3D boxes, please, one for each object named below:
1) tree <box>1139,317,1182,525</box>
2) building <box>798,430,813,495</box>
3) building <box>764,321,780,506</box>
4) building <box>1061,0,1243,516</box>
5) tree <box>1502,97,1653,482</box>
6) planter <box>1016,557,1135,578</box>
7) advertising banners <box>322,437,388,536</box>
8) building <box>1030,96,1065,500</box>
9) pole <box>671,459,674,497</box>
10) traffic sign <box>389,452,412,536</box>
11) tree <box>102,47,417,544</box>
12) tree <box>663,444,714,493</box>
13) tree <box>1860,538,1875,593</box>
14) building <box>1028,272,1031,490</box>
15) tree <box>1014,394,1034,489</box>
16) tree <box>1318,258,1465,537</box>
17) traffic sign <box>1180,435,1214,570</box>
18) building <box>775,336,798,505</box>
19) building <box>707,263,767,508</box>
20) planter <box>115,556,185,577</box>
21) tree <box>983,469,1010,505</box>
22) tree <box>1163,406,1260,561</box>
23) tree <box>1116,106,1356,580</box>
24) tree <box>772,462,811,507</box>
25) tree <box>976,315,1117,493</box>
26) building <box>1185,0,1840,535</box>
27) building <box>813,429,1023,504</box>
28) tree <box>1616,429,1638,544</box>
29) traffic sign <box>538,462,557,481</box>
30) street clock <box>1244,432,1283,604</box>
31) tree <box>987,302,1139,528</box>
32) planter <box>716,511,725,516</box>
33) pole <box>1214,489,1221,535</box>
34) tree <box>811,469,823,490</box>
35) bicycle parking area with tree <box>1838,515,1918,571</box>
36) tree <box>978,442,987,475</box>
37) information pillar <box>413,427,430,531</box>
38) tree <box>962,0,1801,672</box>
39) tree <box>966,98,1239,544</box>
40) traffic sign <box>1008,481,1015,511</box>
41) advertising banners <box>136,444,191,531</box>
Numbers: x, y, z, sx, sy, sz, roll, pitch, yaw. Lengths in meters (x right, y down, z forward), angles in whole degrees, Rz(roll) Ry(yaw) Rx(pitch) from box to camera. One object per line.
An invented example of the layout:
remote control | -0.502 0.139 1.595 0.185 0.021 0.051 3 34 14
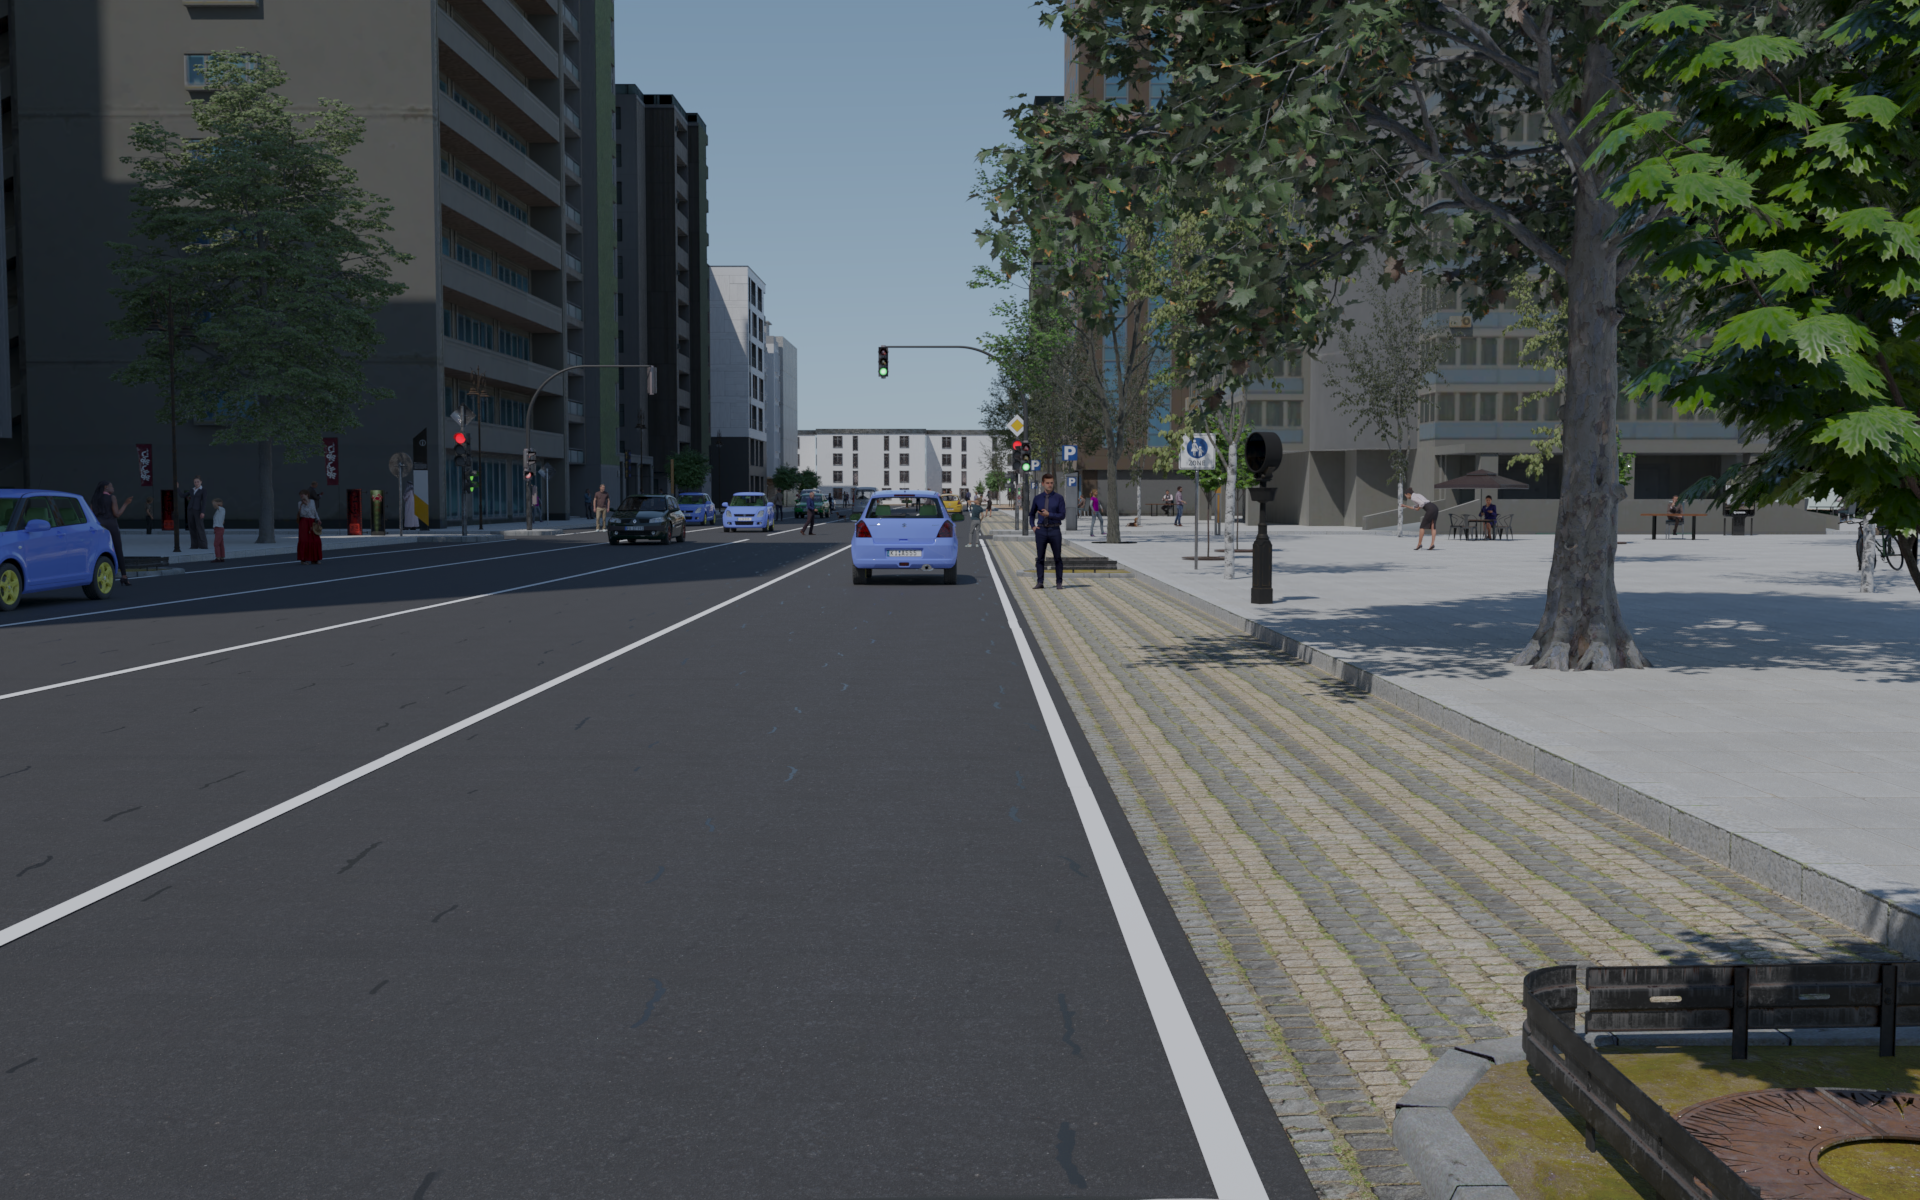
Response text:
tree | 7.137 -7.386 71.130 4.360 8.622 3.978 0 3 0
building | -32.837 -17.444 227.361 28.070 9.664 9.099 0 3 0
building | -27.420 -20.208 186.817 16.016 20.091 11.380 0 3 0
building | 13.705 -27.915 106.526 14.600 45.320 14.200 0 3 0
tree | 11.322 -4.914 30.706 4.737 8.622 4.395 0 3 0
planter | 1.983 -0.563 30.352 1.991 0.319 1.994 0 3 0
advertising banners | -18.643 -3.496 53.354 2.074 3.025 0.090 0 4 7
building | 12.200 -21.859 129.094 14.160 30.474 14.107 0 3 0
pole | -16.844 -6.577 101.384 0.158 3.312 0.155 0 3 0
traffic sign | -16.994 -3.211 52.602 0.768 2.556 0.104 1 4 9
tree | -18.252 -7.771 45.182 7.486 12.596 7.792 0 3 0
tree | -17.863 -7.969 114.012 4.285 4.588 4.351 0 3 0
tree | 11.576 -4.401 22.313 4.360 8.622 3.978 0 3 0
building | 20.370 -19.665 165.491 27.936 21.610 32.646 0 3 0
tree | 5.385 -10.201 117.141 4.737 8.622 4.395 0 3 0
tree | 12.796 -6.157 51.034 4.360 8.622 3.978 0 3 0
traffic sign | 4.006 -1.663 29.327 0.606 2.300 0.079 0 4 4
building | -35.522 -20.552 202.490 31.486 18.905 16.747 0 3 0
building | -32.853 -18.893 152.875 27.936 21.610 32.646 0 3 0
planter | -14.969 -0.587 30.745 1.991 0.319 1.994 0 3 0
tree | 4.529 -13.929 211.445 4.285 4.588 4.351 0 3 0
tree | 4.974 -2.391 33.689 1.663 3.219 1.824 0 3 0
tree | 4.116 -4.628 26.023 4.737 8.622 4.395 0 3 0
tree | -17.403 -11.638 173.992 4.285 4.588 4.351 0 3 0
tree | 4.699 -9.839 95.284 7.601 10.594 8.767 0 4 4
building | 22.812 -23.390 74.306 23.993 40.220 32.217 0 3 0
building | -4.450 -17.397 226.592 28.070 9.664 9.099 0 3 0
tree | 16.494 -3.054 44.540 1.663 3.219 1.824 0 3 0
traffic sign | -16.974 -4.373 71.224 0.795 2.593 0.064 0 4 6
street clock | 3.530 -0.956 20.200 0.358 2.002 0.471 -1 4 -23
tree | 3.832 -7.044 65.540 4.360 8.622 3.978 0 3 0
planter | -14.835 -5.609 112.846 1.991 0.319 1.994 0 3 0
pole | 8.010 -3.666 53.780 0.158 3.312 0.155 0 3 0
tree | -17.407 -13.089 197.722 4.285 4.588 4.351 0 3 0
bicycle parking area with tree | 19.451 -2.622 29.873 8.231 4.147 9.016 3 5 40
tree | 4.085 -14.381 185.494 4.360 8.622 3.978 0 3 0
information pillar | -18.796 -4.224 60.419 0.504 3.616 0.183 -1 4 -14
tree | 4.782 -5.849 12.635 9.611 12.733 9.660 0 3 0
tree | 3.997 -7.278 44.744 9.928 11.665 9.643 0 3 0
traffic sign | 3.943 -8.018 133.216 0.606 2.300 0.079 0 4 7
advertising banners | -27.606 -3.929 60.428 2.074 3.025 0.090 -1 4 -11
